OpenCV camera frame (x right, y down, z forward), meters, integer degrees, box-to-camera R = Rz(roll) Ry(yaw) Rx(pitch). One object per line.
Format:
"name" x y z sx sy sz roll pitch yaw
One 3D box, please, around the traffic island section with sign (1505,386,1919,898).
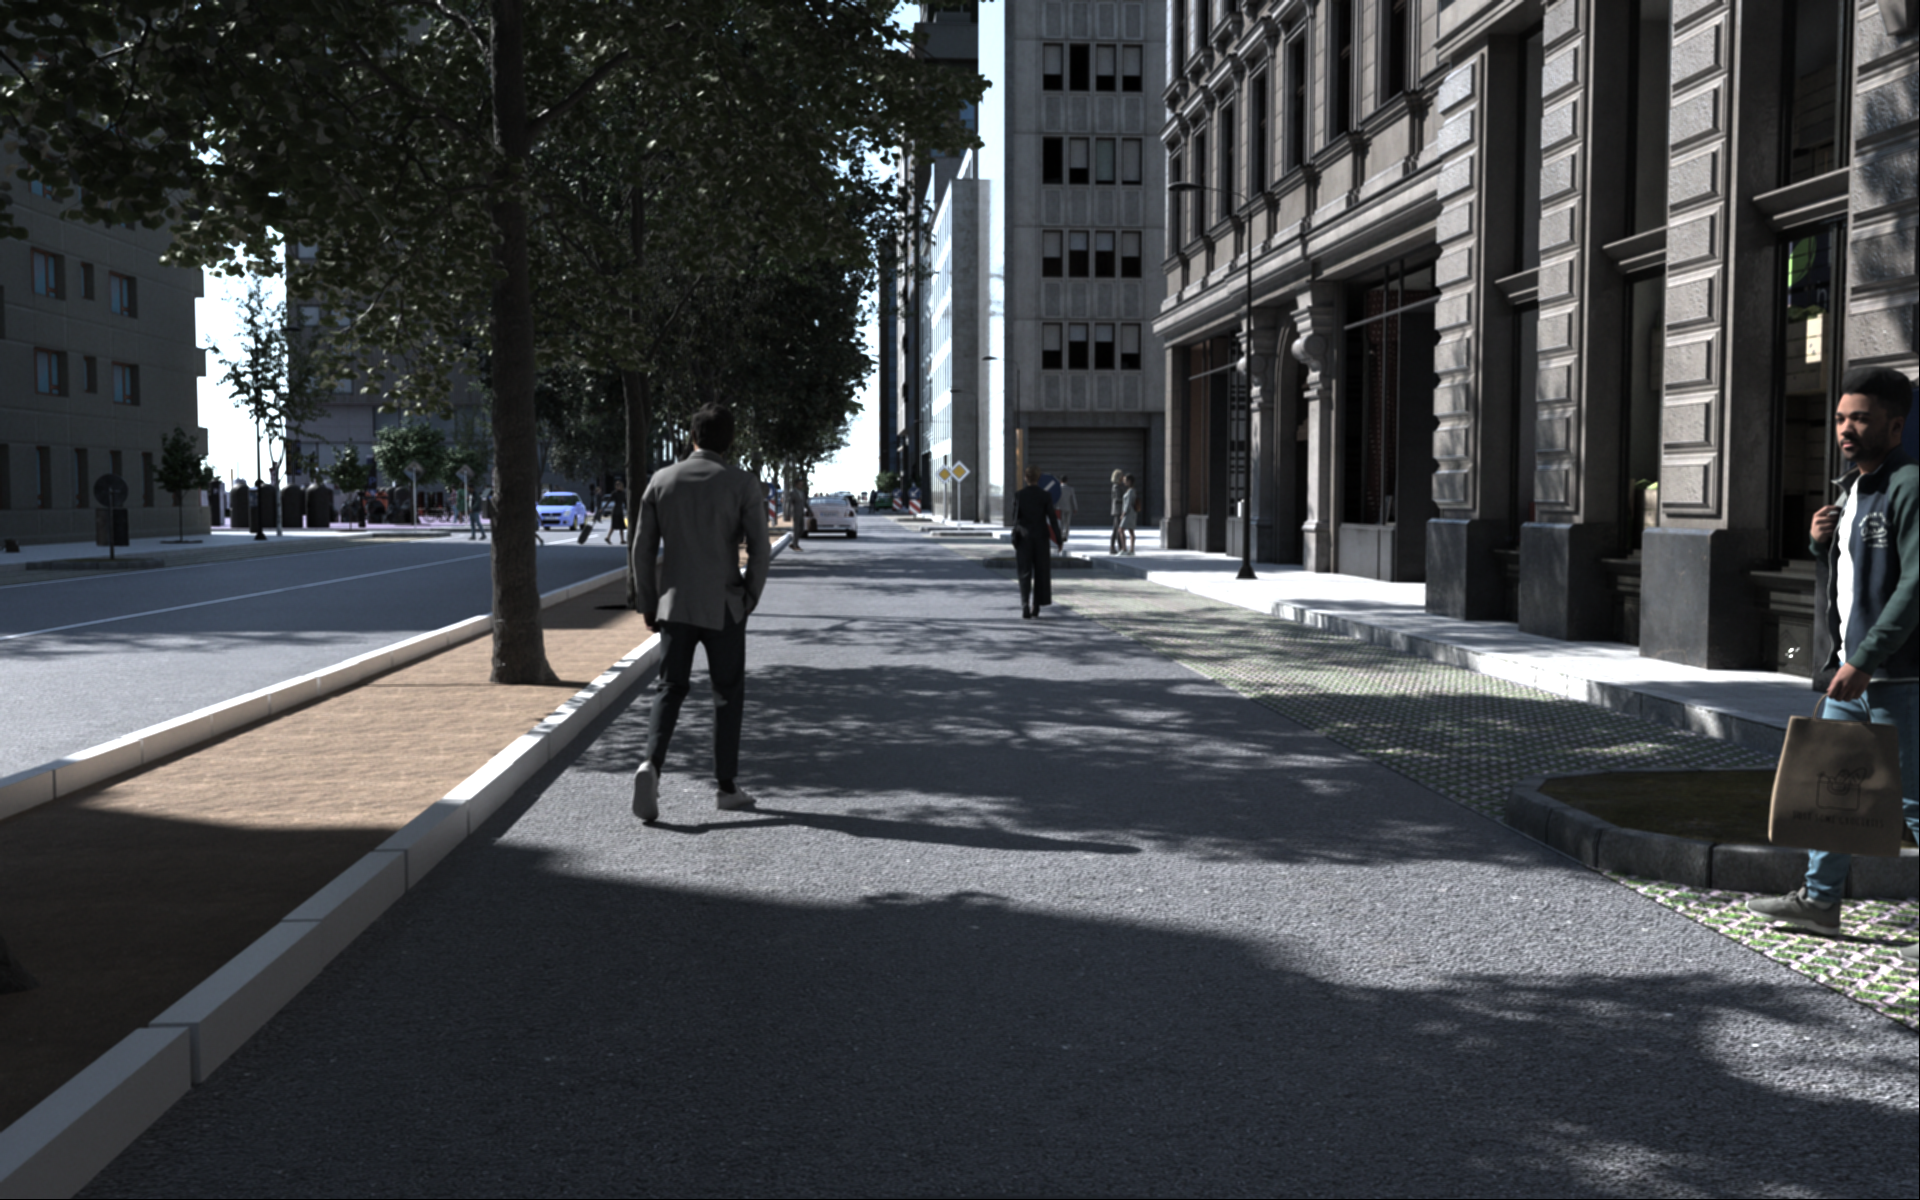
"traffic island section with sign" 3.373 0.096 7.061 1.989 1.847 2.006 0 4 -4

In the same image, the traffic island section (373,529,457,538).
"traffic island section" -18.284 -2.187 58.037 2.009 0.180 2.903 0 4 -4

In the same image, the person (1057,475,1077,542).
"person" 2.780 -2.450 46.373 0.678 1.792 0.850 0 4 -5

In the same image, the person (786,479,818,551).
"person" -4.059 -2.145 43.697 0.853 1.813 0.709 2 4 33

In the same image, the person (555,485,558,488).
"person" -24.034 -5.950 103.351 0.620 1.820 0.660 2 4 34

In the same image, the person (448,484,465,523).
"person" -22.136 -4.234 76.104 0.643 1.720 0.563 0 4 -1

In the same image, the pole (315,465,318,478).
"pole" -42.309 -7.345 113.927 0.158 3.312 0.155 0 3 0

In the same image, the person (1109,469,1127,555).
"person" 3.424 -1.861 36.658 0.526 1.800 0.537 1 4 21

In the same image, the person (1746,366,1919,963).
"person" 2.828 0.193 5.335 0.713 1.824 0.794 2 4 26

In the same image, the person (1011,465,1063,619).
"person" 0.874 -0.680 20.048 0.576 1.772 0.534 -1 4 -16

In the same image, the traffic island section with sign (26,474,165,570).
"traffic island section with sign" -16.560 -1.515 33.396 1.989 1.847 2.006 0 4 -4

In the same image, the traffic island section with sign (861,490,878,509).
"traffic island section with sign" -9.815 -11.331 193.892 1.989 1.847 2.006 0 4 -4

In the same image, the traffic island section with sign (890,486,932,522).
"traffic island section with sign" -2.492 -4.983 90.103 1.989 1.847 2.006 0 4 -4

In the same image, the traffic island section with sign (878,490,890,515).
"traffic island section with sign" -4.379 -6.628 116.992 1.989 1.847 2.006 0 4 -4

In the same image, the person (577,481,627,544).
"person" -10.145 -2.495 49.512 1.509 1.804 0.699 0 4 -6

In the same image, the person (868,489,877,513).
"person" -6.532 -7.375 129.263 0.721 1.800 0.419 1 4 22

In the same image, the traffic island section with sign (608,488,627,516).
"traffic island section with sign" -22.350 -6.540 115.550 1.989 1.847 2.006 0 4 -4

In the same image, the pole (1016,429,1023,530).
"pole" 1.859 -3.691 54.195 0.158 3.312 0.155 0 3 0

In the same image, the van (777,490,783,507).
"van" -17.711 -9.840 167.888 2.013 2.044 4.112 0 4 -4

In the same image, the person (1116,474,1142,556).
"person" 3.514 -1.768 35.951 0.522 1.701 0.512 1 4 10

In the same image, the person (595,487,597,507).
"person" -29.031 -8.110 138.609 0.580 1.828 0.573 2 4 32

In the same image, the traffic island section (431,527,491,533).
"traffic island section" -18.845 -2.674 66.002 2.009 0.180 2.903 0 4 -4

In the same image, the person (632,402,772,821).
"person" -1.162 0.038 7.728 0.661 1.843 0.795 1 4 13

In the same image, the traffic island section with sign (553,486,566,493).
"traffic island section with sign" -20.417 -4.870 88.246 1.989 1.847 2.006 0 4 -4

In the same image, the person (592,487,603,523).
"person" -18.119 -4.750 86.586 0.534 1.772 0.576 -2 4 -27

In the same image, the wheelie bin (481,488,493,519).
"wheelie bin" -24.389 -5.005 89.738 0.980 1.594 0.693 3 5 44

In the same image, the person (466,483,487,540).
"person" -15.183 -2.769 54.125 0.623 1.781 0.721 3 4 39

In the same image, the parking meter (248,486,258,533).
"parking meter" -23.149 -2.964 56.877 0.372 1.533 0.369 0 3 0

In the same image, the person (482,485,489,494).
"person" -26.816 -5.624 98.336 0.623 1.781 0.721 -3 5 -44

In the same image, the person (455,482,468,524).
"person" -21.309 -4.157 74.252 0.600 1.795 0.529 -3 5 -43

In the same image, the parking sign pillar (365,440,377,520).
"parking sign pillar" -29.336 -5.993 86.463 1.447 3.967 1.447 -1 4 -19

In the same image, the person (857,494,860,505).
"person" -13.599 -13.535 233.035 0.421 1.427 0.697 0 4 7

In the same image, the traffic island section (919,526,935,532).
"traffic island section" -0.549 -2.752 67.282 2.009 0.180 2.903 0 4 -4

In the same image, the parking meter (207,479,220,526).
"parking meter" -29.749 -3.874 69.053 0.255 1.863 0.399 2 4 35

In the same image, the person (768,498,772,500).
"person" -15.516 -8.004 139.706 0.721 1.781 0.623 -1 4 -15

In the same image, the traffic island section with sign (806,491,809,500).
"traffic island section with sign" -12.656 -8.152 141.416 2.006 1.907 1.989 0 4 -4

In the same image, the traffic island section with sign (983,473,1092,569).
"traffic island section with sign" 1.468 -1.549 33.949 1.989 1.847 2.006 0 4 -4

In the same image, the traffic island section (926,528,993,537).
"traffic island section" 0.013 -2.265 59.317 2.009 0.180 2.903 0 4 -4

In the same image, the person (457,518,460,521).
"person" -23.764 -4.354 81.912 0.332 1.250 0.352 1 4 12

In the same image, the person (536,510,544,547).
"person" -11.581 -2.051 47.045 0.382 1.210 0.505 3 4 36

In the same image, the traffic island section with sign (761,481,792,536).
"traffic island section with sign" -6.850 -3.115 59.074 2.006 1.907 1.989 0 4 -4

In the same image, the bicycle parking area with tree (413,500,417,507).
"bicycle parking area with tree" -36.466 -8.142 120.116 8.231 4.147 9.016 -1 4 -11

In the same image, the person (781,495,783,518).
"person" -10.448 -5.723 103.074 0.512 1.701 0.522 3 5 44

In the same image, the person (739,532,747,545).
"person" -6.008 -2.426 48.354 0.419 1.800 0.721 -2 4 -27

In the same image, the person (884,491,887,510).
"person" -6.888 -9.139 158.605 0.721 1.739 1.217 -1 4 -22

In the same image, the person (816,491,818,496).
"person" -18.919 -13.563 230.199 0.705 1.831 1.348 0 4 -1

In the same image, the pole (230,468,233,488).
"pole" -57.213 -8.703 136.141 0.158 3.312 0.155 0 3 0
